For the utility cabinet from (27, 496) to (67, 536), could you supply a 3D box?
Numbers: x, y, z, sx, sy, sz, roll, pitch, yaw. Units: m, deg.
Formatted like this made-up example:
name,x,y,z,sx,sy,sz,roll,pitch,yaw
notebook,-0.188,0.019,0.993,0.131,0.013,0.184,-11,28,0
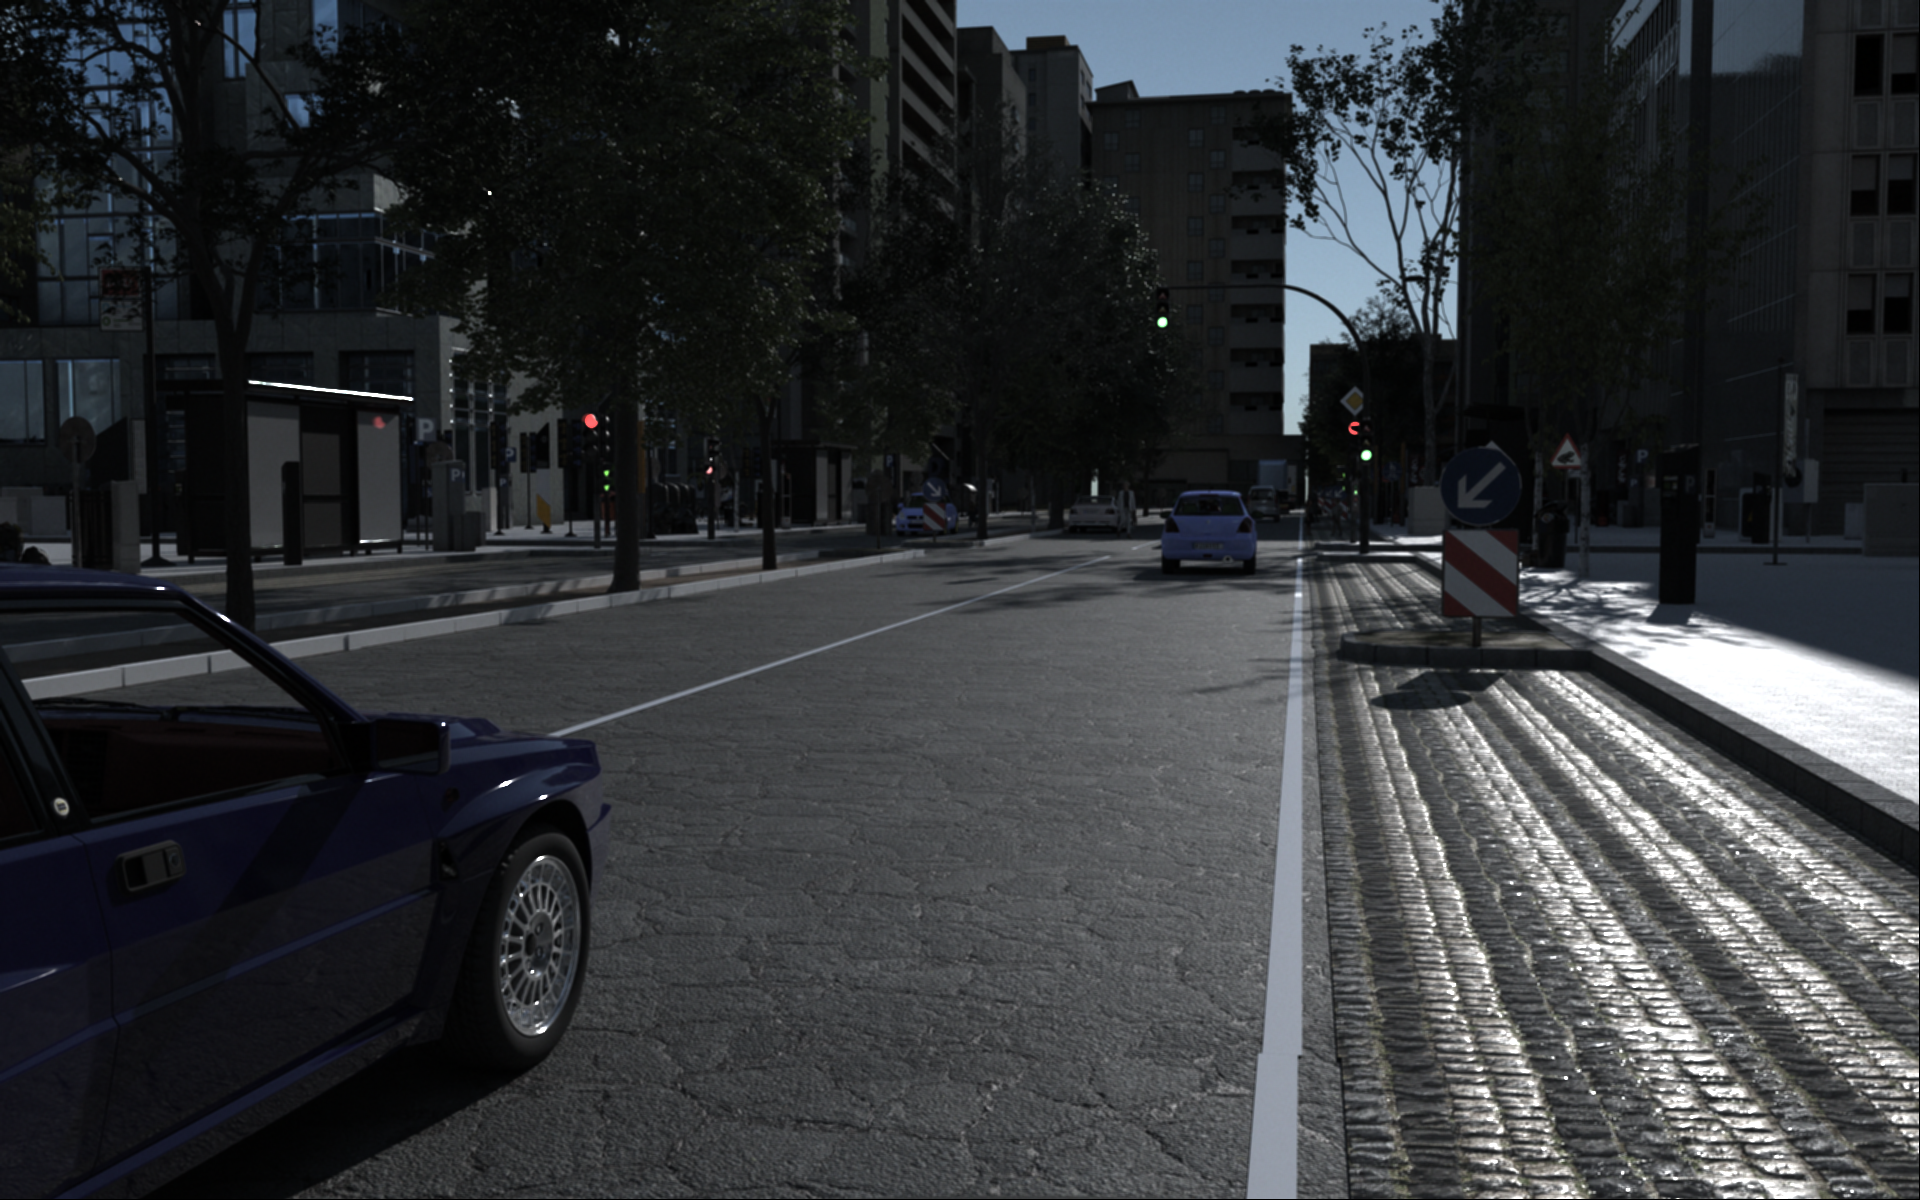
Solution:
name,x,y,z,sx,sy,sz,roll,pitch,yaw
utility cabinet,-28.143,-2.583,53.388,0.306,1.237,1.020,3,5,45

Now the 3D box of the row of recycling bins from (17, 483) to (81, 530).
name,x,y,z,sx,sy,sz,roll,pitch,yaw
row of recycling bins,-33.154,-3.420,63.027,3.534,1.692,1.069,2,4,33

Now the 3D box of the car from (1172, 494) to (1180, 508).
name,x,y,z,sx,sy,sz,roll,pitch,yaw
car,23.499,-10.685,183.491,1.959,1.807,4.718,1,4,10

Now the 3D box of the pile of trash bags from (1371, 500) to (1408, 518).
name,x,y,z,sx,sy,sz,roll,pitch,yaw
pile of trash bags,23.924,-5.248,95.563,1.912,1.369,3.447,2,4,30

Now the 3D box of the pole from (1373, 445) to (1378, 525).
name,x,y,z,sx,sy,sz,roll,pitch,yaw
pole,17.402,-4.811,72.499,0.158,3.312,0.155,0,3,0

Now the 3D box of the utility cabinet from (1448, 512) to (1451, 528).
name,x,y,z,sx,sy,sz,roll,pitch,yaw
utility cabinet,17.827,-3.446,65.025,1.173,1.500,0.318,2,4,31

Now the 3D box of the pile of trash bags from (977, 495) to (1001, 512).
name,x,y,z,sx,sy,sz,roll,pitch,yaw
pile of trash bags,1.294,-6.822,121.295,3.447,1.369,1.912,1,4,12

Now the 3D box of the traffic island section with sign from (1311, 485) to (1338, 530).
name,x,y,z,sx,sy,sz,roll,pitch,yaw
traffic island section with sign,15.054,-3.709,69.274,1.989,1.847,2.006,1,4,11

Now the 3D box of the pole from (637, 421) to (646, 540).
name,x,y,z,sx,sy,sz,roll,pitch,yaw
pole,-8.882,-3.331,48.313,0.158,3.312,0.155,0,3,0

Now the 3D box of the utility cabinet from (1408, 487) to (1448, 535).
name,x,y,z,sx,sy,sz,roll,pitch,yaw
utility cabinet,14.578,-2.781,54.147,1.173,1.500,0.318,-1,4,-21

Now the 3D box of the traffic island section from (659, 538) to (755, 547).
name,x,y,z,sx,sy,sz,roll,pitch,yaw
traffic island section,-6.990,-1.606,48.547,2.009,0.180,2.903,1,4,11

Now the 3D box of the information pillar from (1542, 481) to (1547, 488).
name,x,y,z,sx,sy,sz,roll,pitch,yaw
information pillar,33.663,-5.835,99.896,0.304,2.012,0.304,1,4,14

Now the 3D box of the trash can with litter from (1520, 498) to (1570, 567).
name,x,y,z,sx,sy,sz,roll,pitch,yaw
trash can with litter,10.175,-1.160,30.347,0.624,1.170,1.055,-1,4,-19

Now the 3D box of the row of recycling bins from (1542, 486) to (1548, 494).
name,x,y,z,sx,sy,sz,roll,pitch,yaw
row of recycling bins,25.936,-4.560,81.671,3.534,1.692,1.069,2,4,33

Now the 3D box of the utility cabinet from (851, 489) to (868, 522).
name,x,y,z,sx,sy,sz,roll,pitch,yaw
utility cabinet,-4.724,-4.353,79.857,1.173,1.500,0.318,-1,4,-9

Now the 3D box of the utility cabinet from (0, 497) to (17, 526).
name,x,y,z,sx,sy,sz,roll,pitch,yaw
utility cabinet,-19.724,-1.468,35.158,0.306,1.237,1.020,2,4,35

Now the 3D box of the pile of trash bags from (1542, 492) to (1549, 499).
name,x,y,z,sx,sy,sz,roll,pitch,yaw
pile of trash bags,24.856,-4.148,77.579,3.447,1.369,1.912,-1,4,-19

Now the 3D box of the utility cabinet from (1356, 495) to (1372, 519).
name,x,y,z,sx,sy,sz,roll,pitch,yaw
utility cabinet,20.825,-4.788,89.451,0.306,1.237,1.020,-2,4,-24

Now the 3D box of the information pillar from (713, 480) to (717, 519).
name,x,y,z,sx,sy,sz,roll,pitch,yaw
information pillar,-12.917,-5.276,90.750,0.304,2.012,0.304,-1,4,-21

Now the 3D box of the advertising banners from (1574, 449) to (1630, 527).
name,x,y,z,sx,sy,sz,roll,pitch,yaw
advertising banners,25.193,-4.389,67.946,2.074,3.025,0.090,0,4,7

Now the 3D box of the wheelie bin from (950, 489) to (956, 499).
name,x,y,z,sx,sy,sz,roll,pitch,yaw
wheelie bin,-0.483,-5.895,104.290,0.980,1.594,0.693,-2,4,-31

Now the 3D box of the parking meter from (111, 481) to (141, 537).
name,x,y,z,sx,sy,sz,roll,pitch,yaw
parking meter,-15.670,-1.470,32.439,0.372,1.533,0.369,0,3,0

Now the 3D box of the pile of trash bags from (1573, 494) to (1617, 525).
name,x,y,z,sx,sy,sz,roll,pitch,yaw
pile of trash bags,27.207,-3.887,73.306,1.912,1.369,3.447,-1,4,-20

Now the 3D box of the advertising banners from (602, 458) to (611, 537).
name,x,y,z,sx,sy,sz,roll,pitch,yaw
advertising banners,-10.495,-3.373,51.339,0.090,3.025,2.074,0,4,-6

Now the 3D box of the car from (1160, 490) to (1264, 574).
name,x,y,z,sx,sy,sz,roll,pitch,yaw
car,4.677,-1.388,32.279,1.945,1.707,3.694,1,4,10

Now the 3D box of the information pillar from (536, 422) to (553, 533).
name,x,y,z,sx,sy,sz,roll,pitch,yaw
information pillar,-13.594,-3.987,56.542,0.504,3.616,0.183,1,4,22

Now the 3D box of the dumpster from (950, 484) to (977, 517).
name,x,y,z,sx,sy,sz,roll,pitch,yaw
dumpster,0.196,-5.639,97.953,1.264,1.857,1.865,1,4,11

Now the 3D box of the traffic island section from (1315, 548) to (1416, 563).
name,x,y,z,sx,sy,sz,roll,pitch,yaw
traffic island section,8.719,-0.919,37.309,2.009,0.180,2.903,1,4,11

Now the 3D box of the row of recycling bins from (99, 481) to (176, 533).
name,x,y,z,sx,sy,sz,roll,pitch,yaw
row of recycling bins,-26.908,-3.039,56.808,1.069,1.692,3.534,1,4,11

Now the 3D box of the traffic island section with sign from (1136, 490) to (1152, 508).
name,x,y,z,sx,sy,sz,roll,pitch,yaw
traffic island section with sign,18.413,-10.194,175.306,1.989,1.847,2.006,1,4,11

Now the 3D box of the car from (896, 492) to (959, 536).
name,x,y,z,sx,sy,sz,roll,pitch,yaw
car,-1.126,-3.083,59.992,1.945,1.707,3.694,1,4,9

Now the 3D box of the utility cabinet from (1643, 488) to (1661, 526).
name,x,y,z,sx,sy,sz,roll,pitch,yaw
utility cabinet,27.457,-3.660,68.522,0.318,1.500,1.173,-2,4,-26

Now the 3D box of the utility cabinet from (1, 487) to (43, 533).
name,x,y,z,sx,sy,sz,roll,pitch,yaw
utility cabinet,-30.502,-2.916,56.355,1.173,1.500,0.318,-1,4,-17

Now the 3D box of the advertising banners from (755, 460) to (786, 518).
name,x,y,z,sx,sy,sz,roll,pitch,yaw
advertising banners,-9.669,-5.666,88.833,2.074,3.025,0.090,2,4,33

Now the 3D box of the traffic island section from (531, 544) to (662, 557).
name,x,y,z,sx,sy,sz,roll,pitch,yaw
traffic island section,-8.538,-1.127,40.713,2.009,0.180,2.903,1,4,11

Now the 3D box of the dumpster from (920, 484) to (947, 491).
name,x,y,z,sx,sy,sz,roll,pitch,yaw
dumpster,-1.449,-5.127,89.577,1.264,1.857,1.865,1,4,11

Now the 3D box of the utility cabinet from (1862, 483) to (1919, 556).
name,x,y,z,sx,sy,sz,roll,pitch,yaw
utility cabinet,19.144,-1.635,35.419,1.173,1.500,0.318,1,4,16

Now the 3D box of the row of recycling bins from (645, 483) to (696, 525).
name,x,y,z,sx,sy,sz,roll,pitch,yaw
row of recycling bins,-10.664,-3.488,64.140,1.069,1.692,3.534,1,4,12

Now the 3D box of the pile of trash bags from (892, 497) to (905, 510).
name,x,y,z,sx,sy,sz,roll,pitch,yaw
pile of trash bags,-3.112,-6.903,122.616,3.447,1.369,1.912,-1,4,-14

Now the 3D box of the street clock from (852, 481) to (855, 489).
name,x,y,z,sx,sy,sz,roll,pitch,yaw
street clock,-5.789,-5.379,92.509,0.358,2.002,0.471,1,4,17

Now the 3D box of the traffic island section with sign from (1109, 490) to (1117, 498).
name,x,y,z,sx,sy,sz,roll,pitch,yaw
traffic island section with sign,13.127,-8.559,148.565,1.989,1.847,2.006,1,4,11

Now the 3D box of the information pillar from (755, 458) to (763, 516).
name,x,y,z,sx,sy,sz,roll,pitch,yaw
information pillar,-11.451,-6.569,98.757,0.504,3.616,0.183,-1,4,-14

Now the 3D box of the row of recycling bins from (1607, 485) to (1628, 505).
name,x,y,z,sx,sy,sz,roll,pitch,yaw
row of recycling bins,29.106,-4.253,76.653,1.069,1.692,3.534,1,4,19

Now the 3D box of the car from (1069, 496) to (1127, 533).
name,x,y,z,sx,sy,sz,roll,pitch,yaw
car,5.185,-3.199,64.668,2.083,1.381,4.827,1,4,11

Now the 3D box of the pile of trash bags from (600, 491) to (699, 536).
name,x,y,z,sx,sy,sz,roll,pitch,yaw
pile of trash bags,-9.994,-2.750,54.723,1.912,1.369,3.447,3,4,36

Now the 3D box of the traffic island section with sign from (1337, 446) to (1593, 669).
name,x,y,z,sx,sy,sz,roll,pitch,yaw
traffic island section with sign,4.381,-0.404,15.228,1.989,1.847,2.006,1,4,11

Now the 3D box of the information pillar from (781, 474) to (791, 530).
name,x,y,z,sx,sy,sz,roll,pitch,yaw
information pillar,-6.301,-3.559,62.689,0.304,2.012,0.304,-1,4,-18

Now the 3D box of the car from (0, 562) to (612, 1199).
name,x,y,z,sx,sy,sz,roll,pitch,yaw
car,-2.134,0.564,3.361,1.945,1.354,3.894,1,4,13

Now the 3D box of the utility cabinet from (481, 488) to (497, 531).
name,x,y,z,sx,sy,sz,roll,pitch,yaw
utility cabinet,-16.127,-3.096,59.297,0.318,1.500,1.173,0,4,-5

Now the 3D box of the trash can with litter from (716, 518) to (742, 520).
name,x,y,z,sx,sy,sz,roll,pitch,yaw
trash can with litter,-11.418,-4.623,86.649,1.678,1.210,2.233,1,4,17

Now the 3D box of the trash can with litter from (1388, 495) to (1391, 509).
name,x,y,z,sx,sy,sz,roll,pitch,yaw
trash can with litter,27.368,-5.980,108.827,1.678,1.210,2.233,-3,5,-41

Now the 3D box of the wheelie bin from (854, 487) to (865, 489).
name,x,y,z,sx,sy,sz,roll,pitch,yaw
wheelie bin,-4.658,-4.492,81.346,0.980,1.594,0.693,0,4,3

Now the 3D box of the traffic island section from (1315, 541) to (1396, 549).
name,x,y,z,sx,sy,sz,roll,pitch,yaw
traffic island section,10.268,-1.398,45.143,2.009,0.180,2.903,1,4,11

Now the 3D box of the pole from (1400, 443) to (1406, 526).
name,x,y,z,sx,sy,sz,roll,pitch,yaw
pole,17.557,-4.576,68.666,0.158,3.312,0.155,0,3,0

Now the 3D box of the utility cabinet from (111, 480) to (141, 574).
name,x,y,z,sx,sy,sz,roll,pitch,yaw
utility cabinet,-13.413,-1.170,27.815,0.318,1.500,1.173,-2,4,-31

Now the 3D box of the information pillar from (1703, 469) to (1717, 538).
name,x,y,z,sx,sy,sz,roll,pitch,yaw
information pillar,21.802,-2.805,50.358,0.304,2.012,0.304,1,4,22

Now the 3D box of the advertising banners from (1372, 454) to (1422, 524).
name,x,y,z,sx,sy,sz,roll,pitch,yaw
advertising banners,18.979,-4.837,75.279,2.074,3.025,0.090,1,4,15

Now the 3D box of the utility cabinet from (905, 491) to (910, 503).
name,x,y,z,sx,sy,sz,roll,pitch,yaw
utility cabinet,-3.468,-6.551,115.793,0.318,1.500,1.173,0,4,-8
